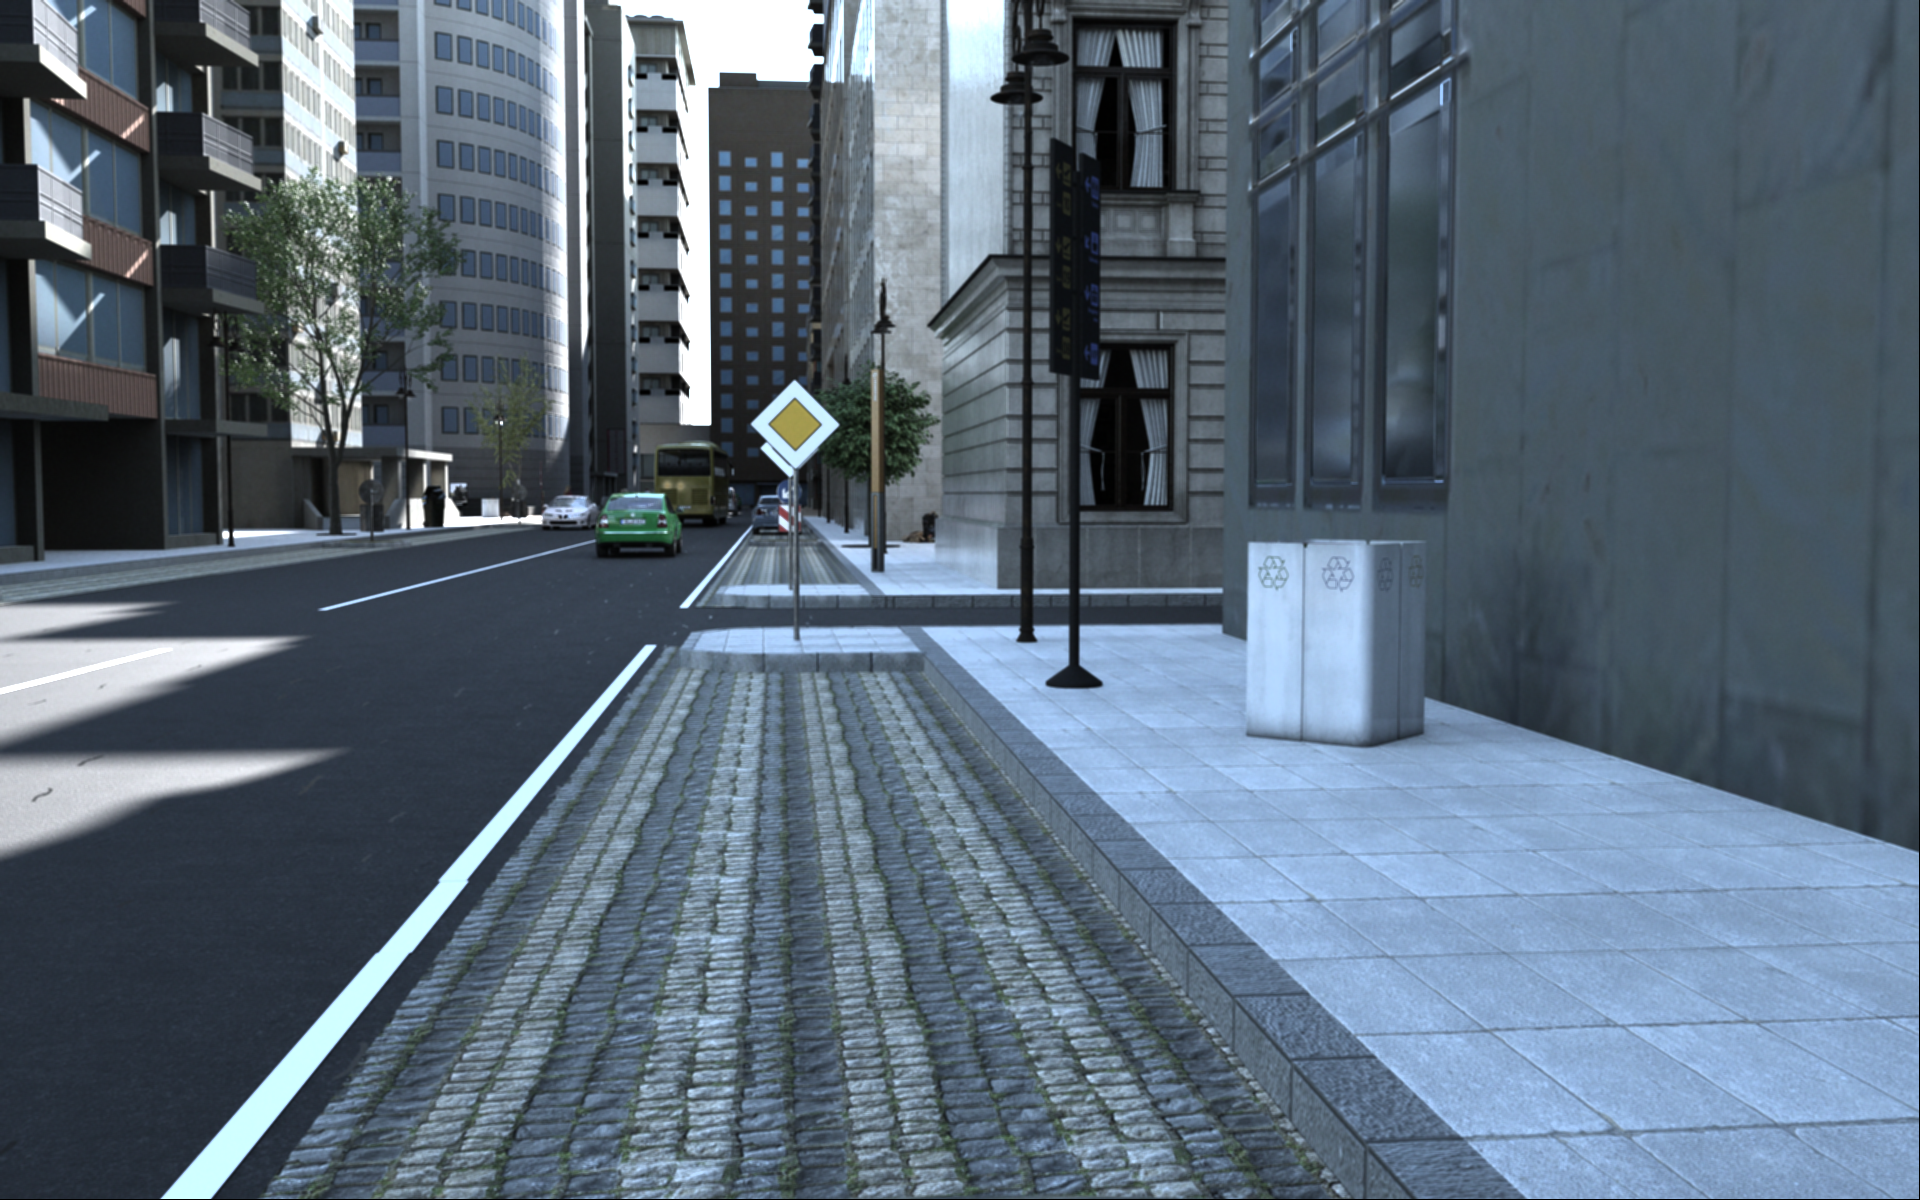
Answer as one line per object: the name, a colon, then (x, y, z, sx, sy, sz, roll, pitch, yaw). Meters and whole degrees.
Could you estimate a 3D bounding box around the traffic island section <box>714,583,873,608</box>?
traffic island section: (-2.245, -0.055, 23.186, 2.009, 0.180, 2.903, 0, 4, -6)

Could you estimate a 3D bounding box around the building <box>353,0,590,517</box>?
building: (-35.697, -34.639, 108.344, 21.231, 58.520, 28.212, 0, 4, -6)

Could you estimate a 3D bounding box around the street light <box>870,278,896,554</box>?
street light: (-1.652, -3.943, 37.251, 0.468, 5.910, 1.993, 0, 4, -6)

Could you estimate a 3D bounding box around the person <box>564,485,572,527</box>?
person: (-17.285, -4.157, 76.438, 0.573, 1.828, 0.580, -2, 4, -34)

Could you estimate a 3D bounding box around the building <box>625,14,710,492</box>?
building: (-41.320, -36.872, 192.091, 27.495, 52.752, 28.713, 0, 4, -6)

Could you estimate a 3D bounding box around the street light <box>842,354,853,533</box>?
street light: (-3.754, -5.159, 57.130, 0.468, 5.910, 1.993, 0, 4, -6)

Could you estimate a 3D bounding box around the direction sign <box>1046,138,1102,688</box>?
direction sign: (0.765, -1.193, 11.507, 0.379, 3.537, 0.876, 2, 4, 24)

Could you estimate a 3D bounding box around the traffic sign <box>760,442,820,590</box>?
traffic sign: (-2.268, -1.190, 23.107, 0.795, 2.450, 0.064, 0, 4, -6)

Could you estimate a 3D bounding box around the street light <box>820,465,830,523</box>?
street light: (-5.862, -6.374, 77.009, 0.468, 5.910, 1.993, 0, 4, -6)

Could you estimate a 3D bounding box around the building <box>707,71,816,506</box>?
building: (-19.755, -32.884, 187.768, 14.200, 45.320, 14.600, 0, 4, -6)

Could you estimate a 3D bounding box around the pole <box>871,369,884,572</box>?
pole: (-1.355, -2.116, 28.443, 0.158, 3.312, 0.155, 0, 3, 0)

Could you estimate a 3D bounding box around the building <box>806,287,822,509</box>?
building: (-0.106, -19.293, 160.484, 27.650, 21.520, 28.899, 0, 4, -6)

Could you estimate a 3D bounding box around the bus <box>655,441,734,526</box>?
bus: (-12.224, -5.414, 80.061, 2.896, 3.916, 12.252, 0, 4, -4)

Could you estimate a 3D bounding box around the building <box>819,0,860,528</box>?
building: (3.495, -16.946, 81.585, 19.350, 26.468, 34.151, 0, 4, -6)

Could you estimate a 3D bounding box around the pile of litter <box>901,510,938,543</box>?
pile of litter: (-1.040, -1.966, 46.116, 1.176, 0.858, 1.719, 1, 4, 19)

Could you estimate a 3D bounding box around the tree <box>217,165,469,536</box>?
tree: (-19.439, -7.838, 53.914, 9.928, 11.665, 9.643, 0, 3, 0)

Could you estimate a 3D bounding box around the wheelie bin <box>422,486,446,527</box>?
wheelie bin: (-20.269, -3.605, 66.853, 0.693, 1.594, 0.980, 2, 4, 34)

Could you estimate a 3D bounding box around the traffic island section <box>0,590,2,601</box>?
traffic island section: (-13.625, 0.017, 22.007, 2.009, 0.180, 2.903, 0, 4, -6)

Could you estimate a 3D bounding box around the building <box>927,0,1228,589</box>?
building: (9.036, -10.016, 28.390, 19.286, 19.102, 10.561, 0, 4, -6)

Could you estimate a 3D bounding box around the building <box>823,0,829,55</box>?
building: (-1.465, -28.068, 109.021, 14.600, 45.320, 14.200, 0, 4, -6)

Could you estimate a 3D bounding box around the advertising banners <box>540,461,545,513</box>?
advertising banners: (-22.638, -5.973, 93.849, 0.090, 3.025, 2.074, -1, 4, -10)

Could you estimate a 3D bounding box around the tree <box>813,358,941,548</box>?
tree: (-2.095, -3.567, 42.034, 4.285, 4.588, 4.351, 0, 3, 0)

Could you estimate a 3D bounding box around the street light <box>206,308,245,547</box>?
street light: (-17.790, -4.240, 42.107, 0.468, 5.910, 1.993, 0, 4, -6)

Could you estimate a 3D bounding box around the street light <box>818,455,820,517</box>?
street light: (-7.875, -7.591, 96.897, 0.468, 5.910, 1.993, 0, 4, -6)

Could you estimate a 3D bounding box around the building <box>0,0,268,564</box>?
building: (-27.423, -23.166, 33.383, 22.147, 44.769, 28.867, 0, 4, -6)

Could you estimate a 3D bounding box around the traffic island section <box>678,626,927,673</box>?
traffic island section: (-1.416, 0.430, 15.244, 2.009, 0.180, 2.903, 0, 4, -6)

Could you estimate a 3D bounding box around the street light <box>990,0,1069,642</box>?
street light: (0.580, -2.574, 14.876, 0.468, 5.910, 1.993, 0, 4, -6)

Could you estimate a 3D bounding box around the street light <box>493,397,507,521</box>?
street light: (-21.967, -6.731, 82.831, 0.468, 5.910, 1.993, 0, 4, -6)

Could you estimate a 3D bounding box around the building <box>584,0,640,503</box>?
building: (-41.196, -32.776, 159.586, 21.600, 48.544, 21.300, 0, 4, -6)

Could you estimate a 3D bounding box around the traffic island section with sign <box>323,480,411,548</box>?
traffic island section with sign: (-15.864, -2.317, 46.511, 1.989, 1.847, 2.006, 0, 4, -6)

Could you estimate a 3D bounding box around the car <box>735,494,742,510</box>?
car: (-20.382, -8.892, 154.184, 1.959, 1.807, 4.718, 0, 4, -5)

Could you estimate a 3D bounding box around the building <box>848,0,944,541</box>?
building: (1.980, -12.277, 55.477, 10.420, 20.320, 16.860, 0, 4, -6)

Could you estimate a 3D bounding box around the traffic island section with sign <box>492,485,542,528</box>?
traffic island section with sign: (-18.656, -3.957, 73.322, 1.989, 1.847, 2.006, 0, 4, -6)

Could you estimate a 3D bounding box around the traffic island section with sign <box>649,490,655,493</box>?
traffic island section with sign: (-26.735, -8.686, 150.640, 1.989, 1.847, 2.006, 0, 4, -6)

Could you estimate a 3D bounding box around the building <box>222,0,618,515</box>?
building: (-43.782, -27.110, 135.123, 32.217, 40.220, 23.993, 0, 4, -6)

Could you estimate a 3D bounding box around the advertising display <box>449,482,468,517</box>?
advertising display: (-27.752, -5.545, 95.879, 0.974, 1.923, 0.123, -1, 4, -18)

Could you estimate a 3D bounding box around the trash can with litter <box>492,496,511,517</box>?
trash can with litter: (-25.471, -5.174, 95.989, 1.055, 1.170, 0.624, -3, 5, -41)

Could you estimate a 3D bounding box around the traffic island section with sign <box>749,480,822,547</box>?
traffic island section with sign: (-4.810, -2.389, 47.683, 1.989, 1.847, 2.006, 0, 4, -6)

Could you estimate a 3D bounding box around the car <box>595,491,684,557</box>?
car: (-7.528, -1.960, 40.835, 1.959, 1.807, 4.718, 0, 4, -6)

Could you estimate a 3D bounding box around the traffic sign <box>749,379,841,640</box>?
traffic sign: (-1.439, -0.705, 15.165, 0.795, 2.450, 0.064, 0, 4, -6)

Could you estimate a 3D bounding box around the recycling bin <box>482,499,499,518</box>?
recycling bin: (-25.136, -4.903, 92.716, 0.722, 1.027, 0.722, -3, 4, -36)

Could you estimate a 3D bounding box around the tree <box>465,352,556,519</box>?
tree: (-22.933, -8.468, 88.809, 4.737, 8.622, 4.395, 0, 3, 0)

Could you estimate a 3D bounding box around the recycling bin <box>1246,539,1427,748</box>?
recycling bin: (2.003, 0.204, 9.213, 0.722, 1.027, 0.722, 3, 5, 39)

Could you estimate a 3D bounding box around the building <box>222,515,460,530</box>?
building: (-37.497, -22.945, 67.031, 32.217, 40.220, 23.993, 0, 4, -6)

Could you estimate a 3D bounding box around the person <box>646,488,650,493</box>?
person: (-20.790, -6.533, 115.189, 0.709, 1.838, 0.599, 0, 4, -4)

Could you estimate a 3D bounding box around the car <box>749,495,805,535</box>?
car: (-6.559, -3.060, 62.028, 2.014, 1.417, 4.499, 0, 4, -6)

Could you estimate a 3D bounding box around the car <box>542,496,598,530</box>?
car: (-15.879, -3.568, 70.696, 2.083, 1.381, 4.827, 0, 4, -5)

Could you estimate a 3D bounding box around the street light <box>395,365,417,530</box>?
street light: (-19.835, -5.462, 62.093, 0.468, 5.910, 1.993, 0, 4, -6)

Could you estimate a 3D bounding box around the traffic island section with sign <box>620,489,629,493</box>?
traffic island section with sign: (-23.938, -7.046, 123.830, 1.989, 1.847, 2.006, 0, 4, -6)

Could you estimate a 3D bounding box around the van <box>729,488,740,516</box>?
van: (-15.533, -6.559, 114.257, 2.013, 2.044, 4.112, 0, 4, -5)

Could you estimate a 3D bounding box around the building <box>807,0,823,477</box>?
building: (-0.285, -29.122, 130.771, 22.147, 44.769, 28.867, 0, 4, -6)
